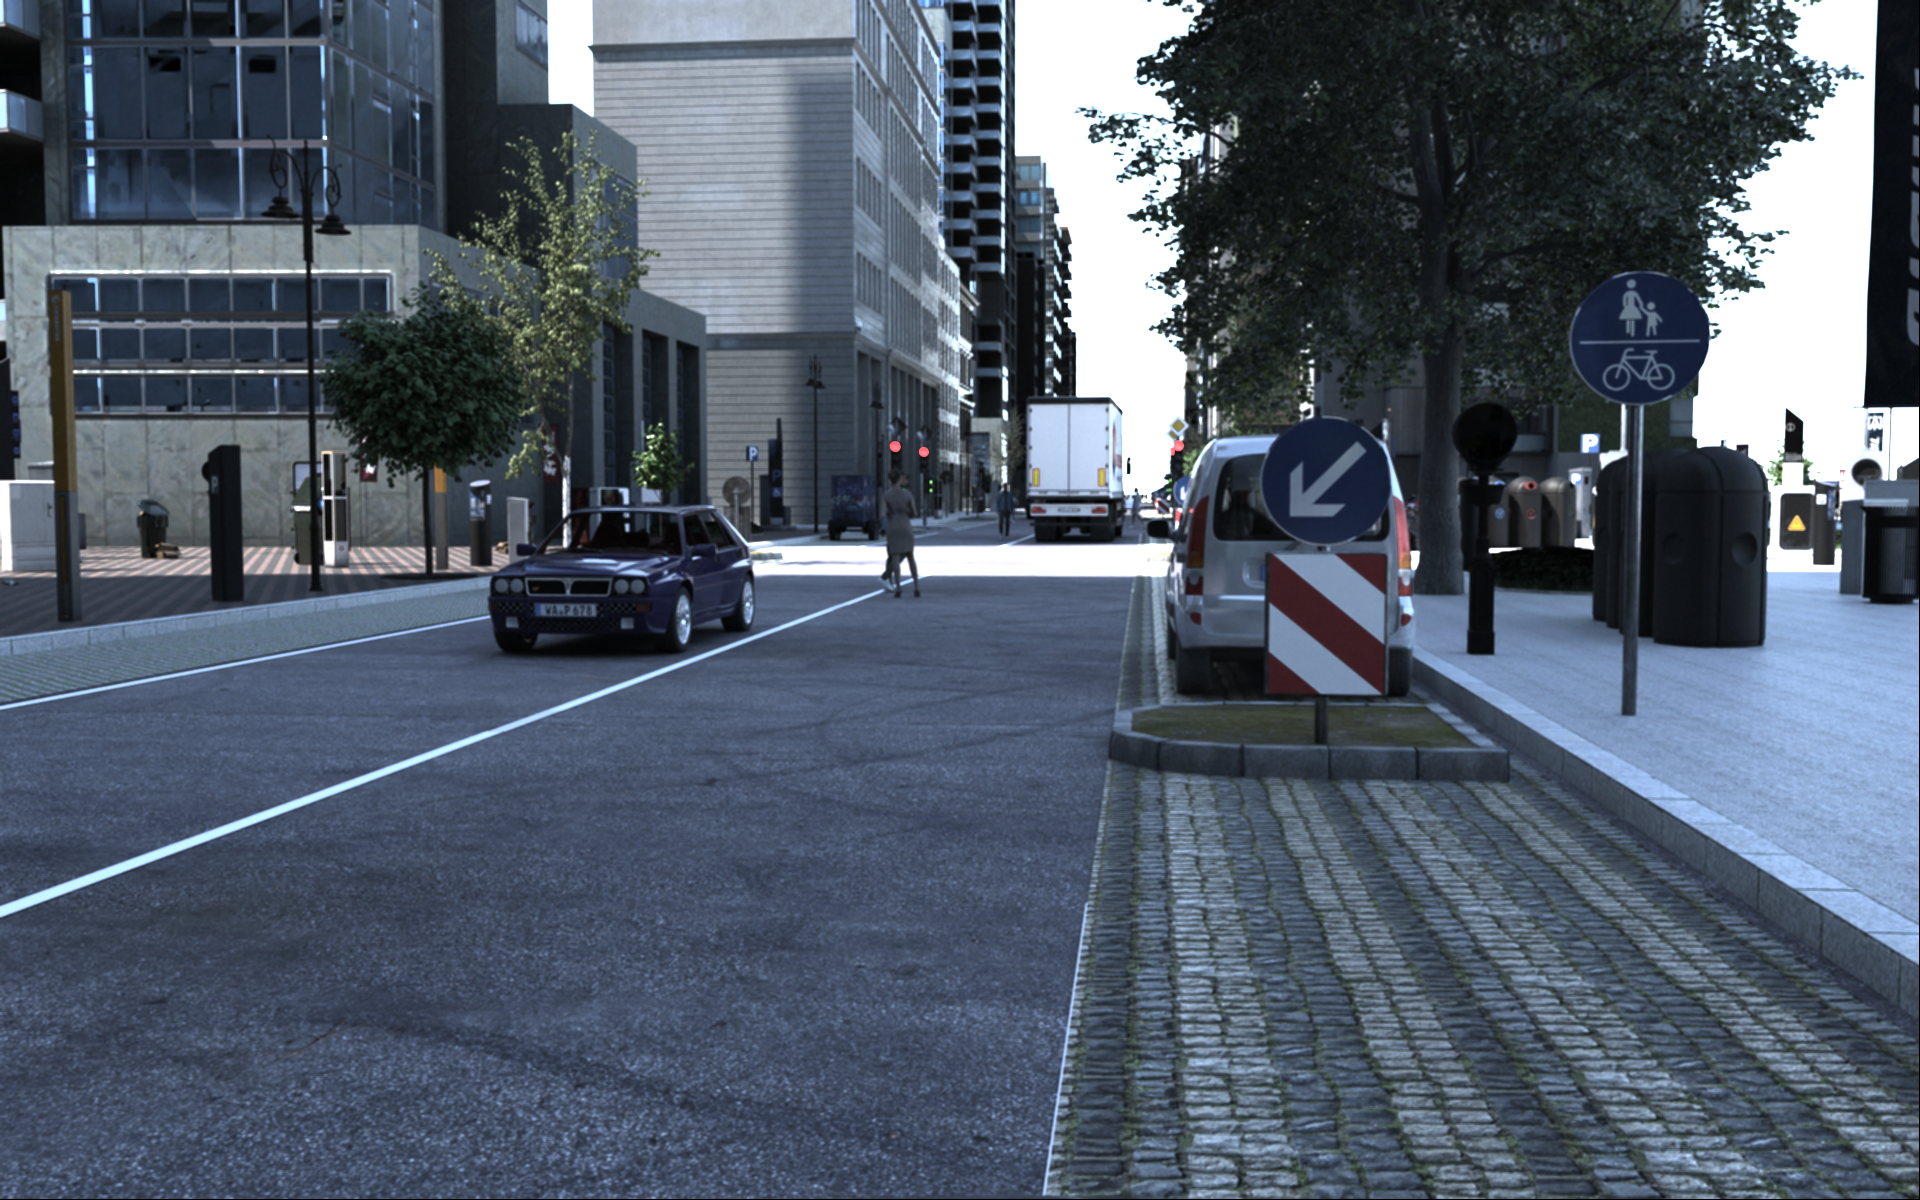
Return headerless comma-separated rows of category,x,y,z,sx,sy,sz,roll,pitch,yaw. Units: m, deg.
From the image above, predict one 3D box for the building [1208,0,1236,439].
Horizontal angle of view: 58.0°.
building,29.068,-35.808,127.467,21.231,58.520,28.212,0,4,6

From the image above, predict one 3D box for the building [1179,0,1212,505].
building,36.907,-54.269,199.964,22.319,86.520,31.000,0,4,6

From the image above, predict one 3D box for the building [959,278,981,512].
building,-4.645,-16.072,127.410,10.561,19.102,19.286,0,4,6

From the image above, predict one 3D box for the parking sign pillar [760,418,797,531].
parking sign pillar,-6.465,-4.430,60.902,1.447,3.967,1.447,-1,4,-8

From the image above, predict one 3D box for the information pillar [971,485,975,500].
information pillar,1.051,-8.540,144.126,0.304,2.012,0.304,0,4,-3

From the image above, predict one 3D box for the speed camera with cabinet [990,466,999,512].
speed camera with cabinet,2.445,-7.922,123.867,0.660,3.252,2.038,0,4,2

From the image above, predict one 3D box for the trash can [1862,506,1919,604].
trash can,10.959,-0.531,20.341,0.748,1.137,0.748,0,3,0

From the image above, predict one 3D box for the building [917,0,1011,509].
building,-5.946,-51.849,160.397,22.319,86.520,31.000,0,4,6

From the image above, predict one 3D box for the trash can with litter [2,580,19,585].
trash can with litter,-13.776,-0.776,23.748,1.678,1.210,2.233,1,4,19

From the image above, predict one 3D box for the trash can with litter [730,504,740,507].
trash can with litter,-7.850,-2.878,58.115,1.678,1.210,2.233,2,4,27

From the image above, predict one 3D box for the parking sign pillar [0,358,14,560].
parking sign pillar,-19.302,-2.778,33.898,1.447,3.967,1.447,3,5,40

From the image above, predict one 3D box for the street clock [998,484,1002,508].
street clock,3.005,-8.316,140.535,0.358,2.002,0.471,-3,4,-36

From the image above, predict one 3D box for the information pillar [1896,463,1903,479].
information pillar,70.988,-8.537,130.931,0.504,3.616,0.183,0,4,-2

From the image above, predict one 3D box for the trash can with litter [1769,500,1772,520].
trash can with litter,39.938,-4.518,85.249,1.055,1.170,0.624,2,4,25

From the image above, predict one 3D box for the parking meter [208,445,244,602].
parking meter,-8.819,-0.923,20.804,0.399,1.863,0.255,3,5,44

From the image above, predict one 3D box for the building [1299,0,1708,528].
building,21.974,-23.781,72.421,14.086,41.232,14.154,0,4,6

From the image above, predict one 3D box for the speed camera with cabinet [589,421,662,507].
speed camera with cabinet,-8.940,-3.172,46.193,2.038,3.252,0.660,-3,5,-45

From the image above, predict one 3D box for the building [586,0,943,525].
building,-8.133,-18.861,85.865,11.434,29.767,29.804,0,4,6

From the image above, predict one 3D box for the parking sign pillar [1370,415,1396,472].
parking sign pillar,14.422,-4.369,59.904,1.447,3.967,1.447,-3,4,-38

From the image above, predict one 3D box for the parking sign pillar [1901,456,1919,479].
parking sign pillar,62.739,-7.683,114.085,1.447,3.967,1.447,1,4,15

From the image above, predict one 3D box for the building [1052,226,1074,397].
building,6.585,-37.955,275.184,22.147,44.769,28.867,0,4,6

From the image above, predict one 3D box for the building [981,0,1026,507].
building,-2.319,-45.757,186.382,20.563,71.187,20.611,0,4,6

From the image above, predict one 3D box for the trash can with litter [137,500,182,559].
trash can with litter,-15.917,-1.416,34.543,1.055,1.170,0.624,2,4,34

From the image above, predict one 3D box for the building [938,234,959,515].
building,-6.112,-15.572,109.359,10.420,20.320,16.860,0,4,6

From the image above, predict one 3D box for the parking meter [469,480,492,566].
parking meter,-8.531,-1.371,30.819,0.372,1.533,0.369,0,3,0

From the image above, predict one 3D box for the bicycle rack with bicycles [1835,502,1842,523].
bicycle rack with bicycles,37.846,-3.769,75.000,2.852,0.926,2.925,2,4,29

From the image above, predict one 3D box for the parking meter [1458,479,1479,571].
parking meter,8.501,-1.254,28.922,0.372,1.533,0.369,0,3,0

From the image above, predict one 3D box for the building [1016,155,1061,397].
building,2.749,-38.292,245.689,23.786,49.044,30.456,0,4,6

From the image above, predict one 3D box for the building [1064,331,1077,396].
building,12.750,-32.104,296.593,14.160,30.474,14.107,0,4,6

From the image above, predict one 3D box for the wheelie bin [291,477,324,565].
wheelie bin,-11.696,-1.443,31.505,0.980,1.594,0.693,2,4,32

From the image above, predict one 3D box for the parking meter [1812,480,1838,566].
parking meter,15.528,-1.387,31.094,0.372,1.533,0.369,0,3,0

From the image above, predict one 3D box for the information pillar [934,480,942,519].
information pillar,-1.125,-5.193,89.392,0.304,2.012,0.304,-3,5,-41

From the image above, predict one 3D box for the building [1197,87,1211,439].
building,34.908,-33.692,170.475,23.786,49.044,30.456,0,4,6

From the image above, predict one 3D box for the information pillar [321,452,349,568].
information pillar,-10.870,-1.569,30.147,0.304,2.012,0.304,2,4,34

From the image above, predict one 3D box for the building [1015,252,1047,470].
building,2.854,-26.507,205.091,14.160,30.474,14.107,0,4,6

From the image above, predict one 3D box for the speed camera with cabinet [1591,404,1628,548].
speed camera with cabinet,14.202,-2.660,37.819,0.660,3.252,2.038,1,4,16

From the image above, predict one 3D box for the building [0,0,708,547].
building,-25.774,-45.152,50.908,31.000,86.520,22.319,0,4,6

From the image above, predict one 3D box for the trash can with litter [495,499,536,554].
trash can with litter,-9.547,-1.568,37.024,1.055,1.170,0.624,3,4,38

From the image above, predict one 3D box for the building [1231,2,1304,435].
building,22.707,-20.063,99.732,14.160,30.474,14.107,0,4,6

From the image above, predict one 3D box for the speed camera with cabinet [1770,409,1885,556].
speed camera with cabinet,17.908,-2.533,35.755,2.038,3.252,0.660,1,4,22

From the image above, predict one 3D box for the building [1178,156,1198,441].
building,47.588,-41.174,262.431,28.713,52.752,27.495,0,4,6

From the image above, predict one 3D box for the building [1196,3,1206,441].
building,41.050,-48.924,238.164,20.563,71.187,20.611,0,4,6

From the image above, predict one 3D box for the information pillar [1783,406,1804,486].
information pillar,22.182,-3.352,46.161,0.504,3.616,0.183,1,4,18
